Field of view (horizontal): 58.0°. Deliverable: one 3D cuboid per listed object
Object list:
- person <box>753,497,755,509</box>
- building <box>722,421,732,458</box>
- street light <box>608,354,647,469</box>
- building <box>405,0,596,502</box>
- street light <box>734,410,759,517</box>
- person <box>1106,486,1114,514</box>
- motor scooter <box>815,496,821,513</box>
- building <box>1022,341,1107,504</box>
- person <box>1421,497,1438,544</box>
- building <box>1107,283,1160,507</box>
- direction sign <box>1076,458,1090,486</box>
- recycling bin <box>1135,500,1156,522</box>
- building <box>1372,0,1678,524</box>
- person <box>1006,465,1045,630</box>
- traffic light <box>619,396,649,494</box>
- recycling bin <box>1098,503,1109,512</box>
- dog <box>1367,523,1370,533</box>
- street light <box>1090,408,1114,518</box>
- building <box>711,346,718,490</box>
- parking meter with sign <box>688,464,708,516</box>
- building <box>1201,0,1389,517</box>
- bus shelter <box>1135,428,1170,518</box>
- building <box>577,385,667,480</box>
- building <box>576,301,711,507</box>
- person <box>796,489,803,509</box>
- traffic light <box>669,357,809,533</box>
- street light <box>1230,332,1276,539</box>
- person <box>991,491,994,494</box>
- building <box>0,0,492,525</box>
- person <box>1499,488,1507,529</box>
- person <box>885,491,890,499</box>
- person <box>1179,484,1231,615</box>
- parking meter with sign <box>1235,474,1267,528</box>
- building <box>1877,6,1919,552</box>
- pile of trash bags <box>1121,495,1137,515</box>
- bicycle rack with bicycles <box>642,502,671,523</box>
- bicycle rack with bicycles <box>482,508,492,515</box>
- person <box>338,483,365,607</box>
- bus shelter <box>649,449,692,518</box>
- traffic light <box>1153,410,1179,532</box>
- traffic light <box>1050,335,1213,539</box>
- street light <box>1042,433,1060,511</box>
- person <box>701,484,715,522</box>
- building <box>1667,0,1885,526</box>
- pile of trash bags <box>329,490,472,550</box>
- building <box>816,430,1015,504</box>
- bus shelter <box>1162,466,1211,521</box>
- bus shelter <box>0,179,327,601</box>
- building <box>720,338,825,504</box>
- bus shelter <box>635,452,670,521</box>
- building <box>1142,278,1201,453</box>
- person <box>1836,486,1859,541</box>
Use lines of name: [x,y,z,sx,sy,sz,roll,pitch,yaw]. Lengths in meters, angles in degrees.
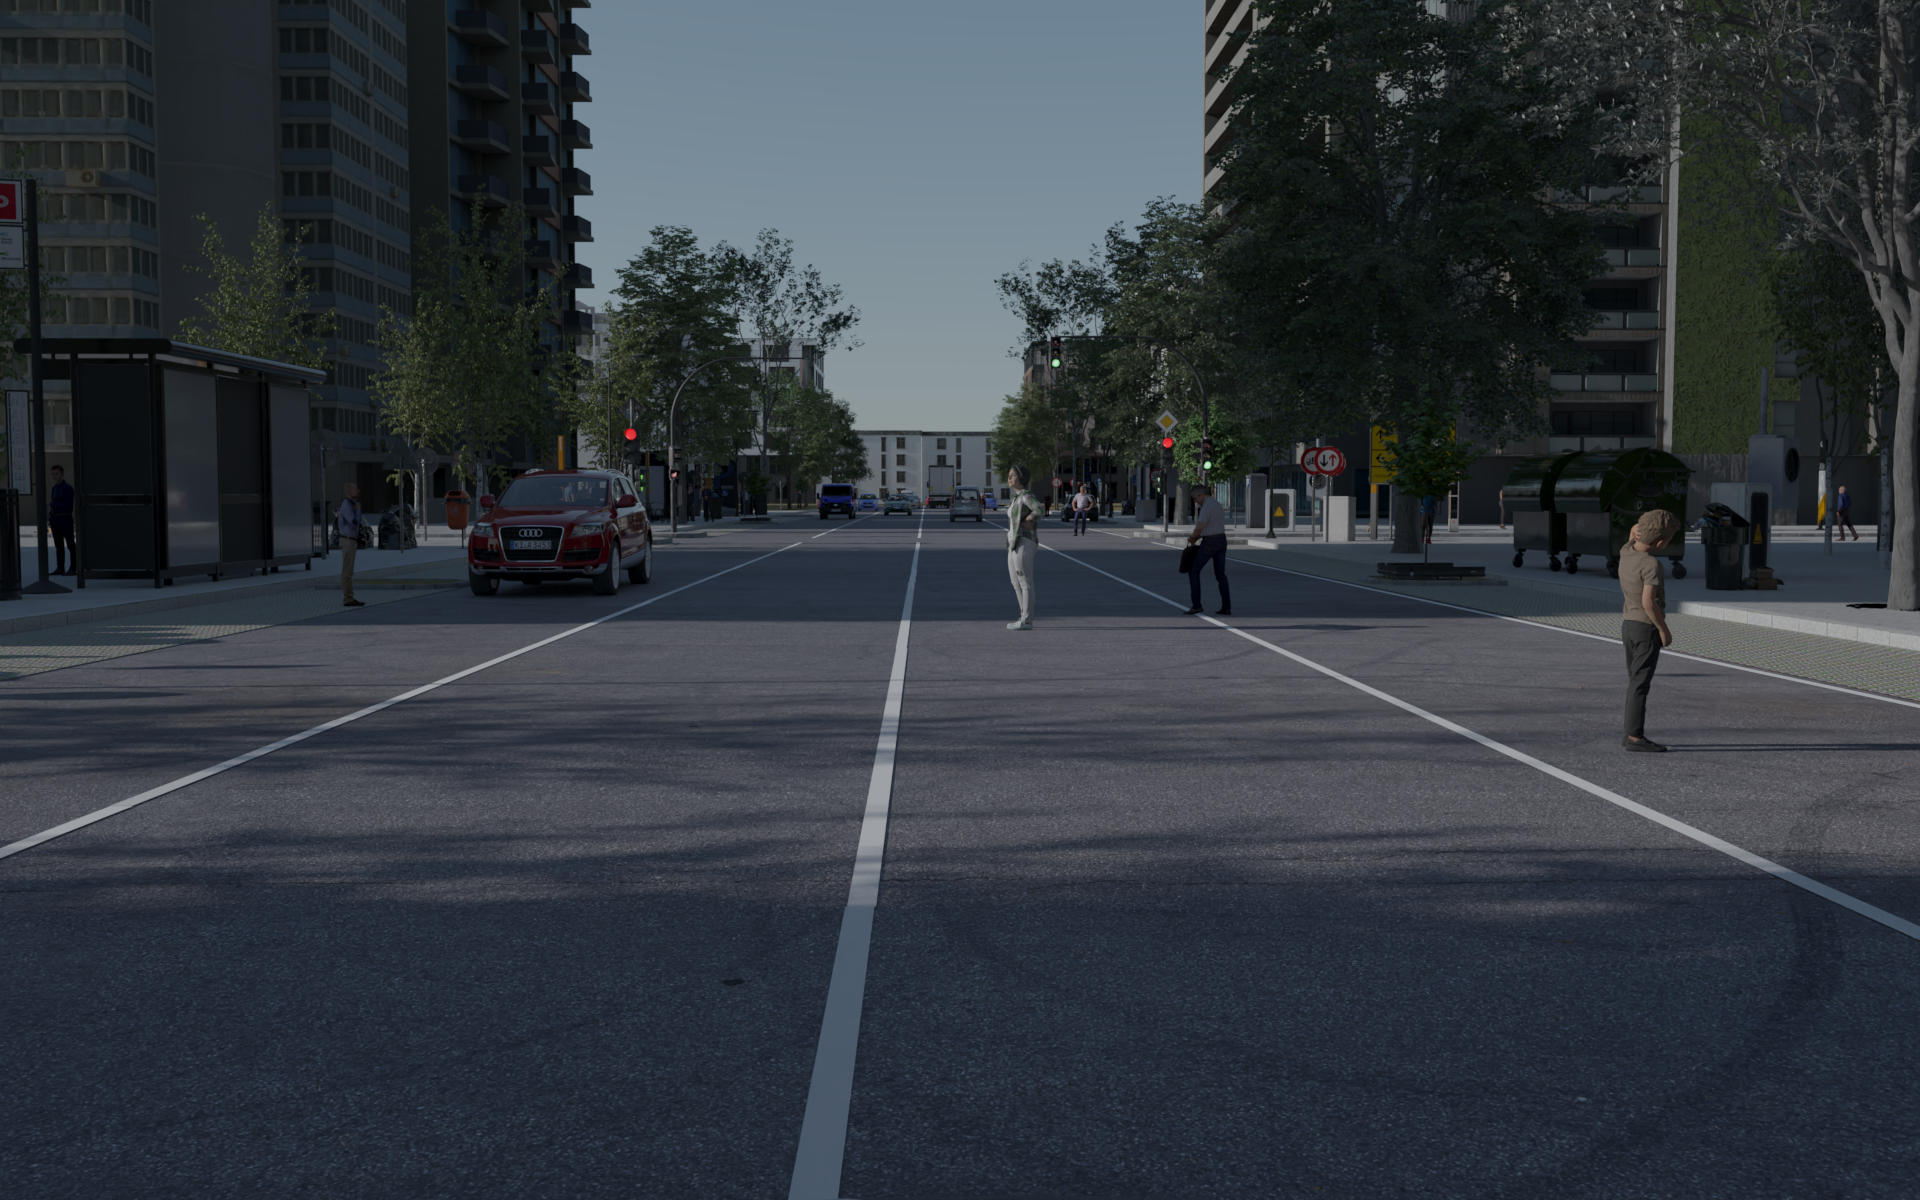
person: [-18.005,-8.908,151.673,0.705,1.826,1.348,2,4,29]
building: [-39.813,-15.353,193.172,28.070,9.664,9.099,0,4,-1]
street light: [-11.087,-5.199,57.552,1.470,5.913,1.316,0,4,-1]
building: [-34.830,-27.570,105.402,22.147,44.769,28.867,0,4,-1]
street light: [-11.822,-7.540,95.824,1.470,5.913,1.316,0,4,-1]
person: [9.489,-6.317,109.769,0.568,1.767,0.683,-2,4,-34]
motor scooter: [-10.564,-7.217,130.772,0.815,1.314,1.986,0,4,-2]
building: [25.760,-24.333,241.816,32.646,21.610,27.936,0,4,-1]
person: [12.010,-2.252,44.731,0.647,1.594,0.662,1,4,15]
building: [31.427,-20.706,182.517,27.936,21.610,32.646,0,4,-1]
direction sign: [7.808,-7.224,110.107,0.876,3.537,0.379,0,4,4]
recycling bin: [8.522,-4.093,79.467,0.722,1.027,0.722,-1,4,-23]
building: [26.765,-23.970,75.499,14.086,41.232,14.154,0,4,-1]
person: [0.676,-0.556,18.315,0.376,1.734,0.841,0,4,-3]
traffic light: [-9.332,-3.705,49.497,0.839,4.253,0.868,0,4,-1]
recycling bin: [10.431,-6.894,125.265,0.722,1.027,0.722,3,5,44]
dog: [13.745,-2.434,57.528,0.748,0.427,0.550,-3,5,-41]
street light: [7.599,-7.402,93.558,1.470,5.913,1.316,0,4,-1]
building: [-32.909,-19.717,178.792,16.016,20.091,11.380,0,4,-1]
parking meter with sign: [-15.339,-6.310,99.434,0.543,3.016,1.738,3,5,44]
building: [29.348,-30.476,121.978,21.300,48.544,21.600,0,4,-1]
bus shelter: [10.428,-6.998,92.054,2.179,5.291,8.768,0,4,-1]
building: [-29.448,-12.569,147.643,9.099,9.664,28.070,0,4,-1]
building: [-33.185,-19.022,167.426,16.016,20.091,11.380,0,4,-1]
person: [-14.181,-8.929,152.831,0.445,1.727,0.742,1,4,12]
traffic light: [-7.399,-5.070,57.556,4.771,5.953,1.251,0,4,-1]
street light: [8.447,-4.728,49.848,1.470,5.913,1.316,0,4,-1]
person: [3.308,-10.471,180.370,0.621,1.740,0.551,-1,4,-21]
building: [-39.136,-23.655,78.637,32.217,40.220,23.993,0,4,-1]
person: [19.997,-3.425,63.506,0.415,1.643,0.593,-1,4,-11]
person: [-7.869,-10.918,187.449,0.683,1.767,0.568,-1,4,-17]
person: [2.913,-0.602,20.548,0.590,1.554,0.614,2,4,30]
parking meter with sign: [11.102,-4.190,64.763,1.738,3.016,0.543,-1,4,-12]
building: [31.499,-24.682,27.261,21.300,48.544,21.600,0,4,-1]
pile of trash bags: [10.973,-5.960,107.194,1.912,1.369,3.447,1,4,12]
bicycle rack with bicycles: [-14.200,-3.902,77.175,2.852,0.926,2.925,-1,4,-17]
bicycle rack with bicycles: [-11.858,-2.082,47.423,2.852,0.926,2.925,-1,4,-21]
person: [-7.742,-0.704,22.071,0.319,1.574,0.516,-1,4,-10]
bus shelter: [-15.287,-6.136,91.598,1.731,3.624,6.357,0,4,-1]
traffic light: [6.869,-4.214,57.816,0.839,4.253,0.868,0,4,-1]
traffic light: [4.936,-4.586,49.651,4.771,5.953,1.251,0,4,-1]
street light: [6.928,-9.766,132.217,1.470,5.913,1.316,0,4,-1]
person: [-11.638,-4.484,79.798,0.683,1.767,0.568,0,4,7]
building: [41.022,-23.914,74.590,14.086,41.232,14.154,0,4,-1]
pile of trash bags: [-13.075,-1.880,40.488,3.447,1.369,1.912,0,4,7]
building: [-5.154,-17.747,232.315,28.070,9.664,9.099,0,4,-1]
bus shelter: [10.619,-5.346,81.338,2.014,3.302,5.546,0,4,-1]
bus shelter: [-11.656,-2.882,24.750,2.179,5.291,8.768,0,4,-1]
building: [-35.689,-24.265,240.700,32.646,21.610,27.936,0,4,-1]
bus shelter: [-14.980,-5.606,85.579,2.014,3.302,5.546,0,4,-1]
building: [26.080,-17.372,150.484,16.747,18.905,31.486,0,4,-1]
person: [24.231,-2.369,47.469,0.574,1.496,0.600,0,4,-2]
